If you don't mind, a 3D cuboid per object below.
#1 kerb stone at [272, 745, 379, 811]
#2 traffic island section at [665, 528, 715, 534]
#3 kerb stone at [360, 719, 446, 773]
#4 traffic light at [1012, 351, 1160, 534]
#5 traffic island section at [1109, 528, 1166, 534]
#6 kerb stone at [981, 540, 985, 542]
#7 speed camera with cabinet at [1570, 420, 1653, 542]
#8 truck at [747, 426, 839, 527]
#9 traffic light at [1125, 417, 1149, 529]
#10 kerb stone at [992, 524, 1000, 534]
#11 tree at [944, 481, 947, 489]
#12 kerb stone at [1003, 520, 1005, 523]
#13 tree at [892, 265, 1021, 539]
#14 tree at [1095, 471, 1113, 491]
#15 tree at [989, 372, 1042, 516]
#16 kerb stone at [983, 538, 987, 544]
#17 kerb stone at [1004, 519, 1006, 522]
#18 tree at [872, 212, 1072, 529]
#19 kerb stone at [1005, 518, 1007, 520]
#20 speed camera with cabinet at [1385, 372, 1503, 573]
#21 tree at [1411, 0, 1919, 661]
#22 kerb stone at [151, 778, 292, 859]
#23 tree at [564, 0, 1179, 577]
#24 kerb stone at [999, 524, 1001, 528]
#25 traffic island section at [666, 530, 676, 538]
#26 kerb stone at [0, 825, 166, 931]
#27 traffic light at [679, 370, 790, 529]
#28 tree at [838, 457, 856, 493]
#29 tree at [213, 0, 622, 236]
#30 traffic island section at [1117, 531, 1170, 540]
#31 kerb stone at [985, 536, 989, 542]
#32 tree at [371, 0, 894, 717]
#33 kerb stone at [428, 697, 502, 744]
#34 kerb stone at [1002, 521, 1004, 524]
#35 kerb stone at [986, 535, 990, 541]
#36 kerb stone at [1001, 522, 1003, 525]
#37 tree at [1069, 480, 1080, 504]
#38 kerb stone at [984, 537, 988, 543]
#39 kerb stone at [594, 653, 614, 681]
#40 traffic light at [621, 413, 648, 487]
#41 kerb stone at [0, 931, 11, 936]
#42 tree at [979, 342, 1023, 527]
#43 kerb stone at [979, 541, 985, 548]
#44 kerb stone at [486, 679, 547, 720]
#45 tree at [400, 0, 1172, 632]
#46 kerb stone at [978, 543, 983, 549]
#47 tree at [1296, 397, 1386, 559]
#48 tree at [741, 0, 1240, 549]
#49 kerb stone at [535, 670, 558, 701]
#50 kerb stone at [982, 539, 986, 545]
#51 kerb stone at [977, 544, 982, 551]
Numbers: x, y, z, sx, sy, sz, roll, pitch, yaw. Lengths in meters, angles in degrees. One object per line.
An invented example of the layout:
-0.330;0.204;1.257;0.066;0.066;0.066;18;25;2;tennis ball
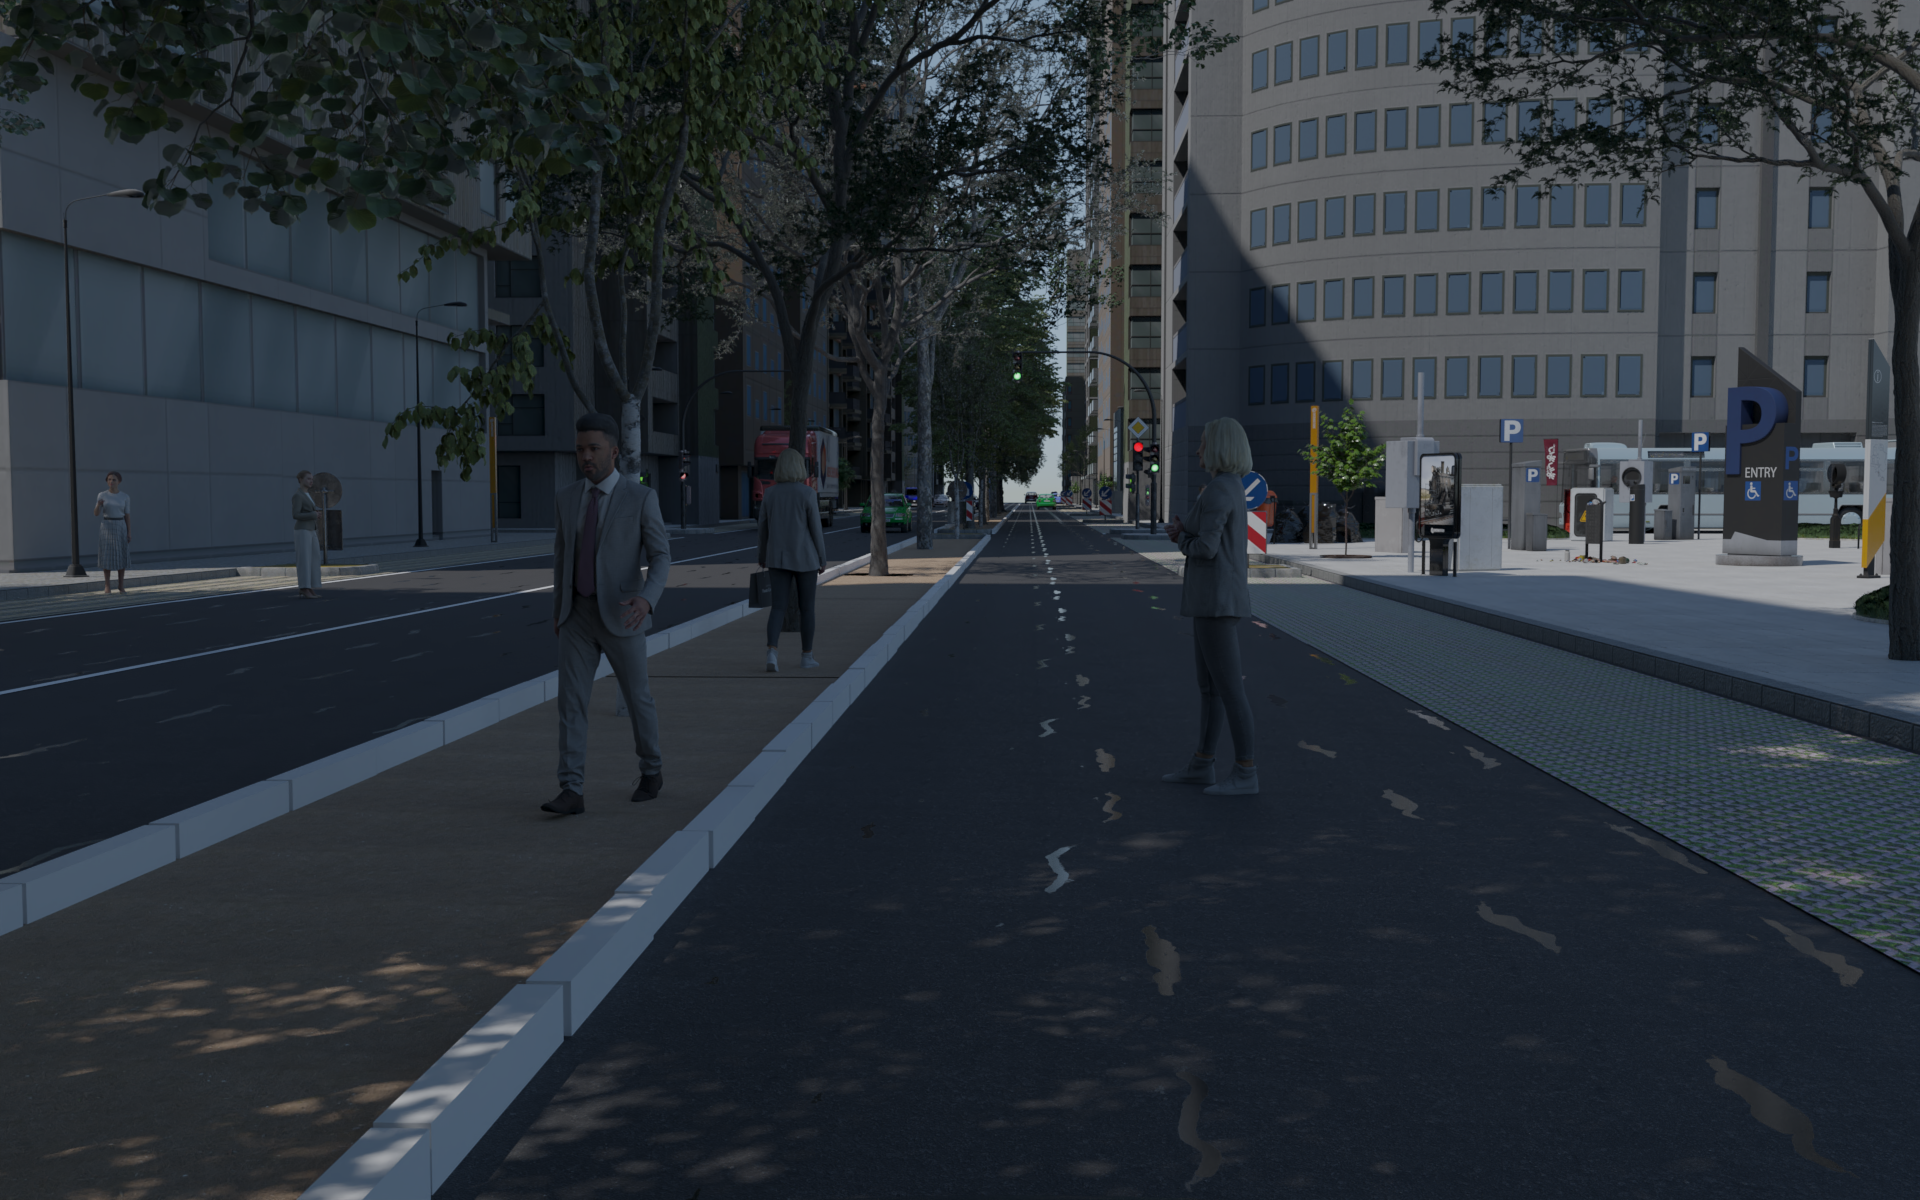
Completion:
-3.037;0.851;8.279;0.120;0.150;1.000;0;4;2;kerb stone
-10.192;-2.537;63.761;2.009;0.180;2.903;0;4;2;traffic island section
-3.005;0.792;9.302;0.120;0.150;1.000;0;4;2;kerb stone
4.035;-4.910;54.946;4.771;5.953;1.251;0;4;2;traffic light
6.486;-2.496;63.096;2.009;0.180;2.903;0;4;2;traffic island section
0.523;-1.399;45.063;0.120;0.150;1.000;0;4;2;kerb stone
17.516;-3.196;46.590;0.660;3.252;2.038;-3;5;-44;speed camera with cabinet
-6.889;-5.154;73.174;2.839;4.237;11.283;0;4;2;truck
6.446;-4.530;62.983;0.839;4.253;0.868;0;4;2;traffic light
1.400;-2.747;67.101;0.120;0.150;1.000;0;4;2;kerb stone
-3.949;-19.244;298.357;4.285;4.588;4.351;0;3;0;tree
1.846;-3.437;78.383;0.120;0.150;1.000;0;4;2;kerb stone
-0.086;-6.202;54.229;4.360;8.622;3.978;0;3;0;tree
11.769;-8.901;140.140;1.663;3.219;1.824;0;3;0;tree
2.037;-11.378;114.237;9.928;11.665;9.643;0;3;0;tree
0.601;-1.523;47.115;0.120;0.150;1.000;0;4;2;kerb stone
1.969;-3.625;81.459;0.120;0.150;1.000;0;4;2;kerb stone
0.485;-8.996;67.669;7.486;12.596;7.792;0;3;0;tree
2.086;-3.811;84.522;0.120;0.150;1.000;0;4;2;kerb stone
8.046;-2.104;28.734;2.038;3.252;0.660;-2;4;-25;speed camera with cabinet
7.009;-4.815;13.139;7.601;10.594;8.767;0;4;-1;tree
-3.084;0.915;7.255;0.120;0.150;1.000;0;4;2;kerb stone
-1.441;-7.161;29.912;12.009;13.543;11.850;0;3;0;tree
1.437;-2.810;68.131;0.120;0.150;1.000;0;4;2;kerb stone
-10.509;-2.049;55.783;2.009;0.180;2.903;0;4;2;traffic island section
-3.125;0.979;6.225;0.120;0.150;1.000;0;4;2;kerb stone
-8.059;-5.438;63.577;4.771;5.953;1.251;0;4;2;traffic light
-10.253;-9.293;135.662;4.285;4.588;4.351;0;3;0;tree
-2.549;-5.747;3.077;9.857;13.997;8.962;0;3;0;tree
6.169;-2.008;55.117;2.009;0.180;2.903;0;4;2;traffic island section
0.686;-1.650;49.166;0.120;0.150;1.000;0;4;2;kerb stone
-2.163;-3.566;11.119;4.737;8.622;4.395;0;3;0;tree
-2.961;0.726;10.325;0.120;0.150;1.000;0;4;2;kerb stone
1.721;-3.246;75.306;0.120;0.150;1.000;0;4;2;kerb stone
0.724;-1.712;50.188;0.120;0.150;1.000;0;4;2;kerb stone
1.640;-3.123;73.260;0.120;0.150;1.000;0;4;2;kerb stone
15.400;-14.442;230.721;1.663;3.219;1.824;0;3;0;tree
0.645;-1.587;48.137;0.120;0.150;1.000;0;4;2;kerb stone
-2.840;0.538;13.404;0.120;0.150;1.000;0;4;2;kerb stone
-10.470;-4.081;55.646;0.839;4.253;0.868;0;4;2;traffic light
-3.164;1.039;5.202;0.120;0.150;1.000;0;4;2;kerb stone
0.864;-7.410;73.979;4.737;8.622;4.395;0;3;0;tree
0.493;-1.336;44.041;0.120;0.150;1.000;0;4;2;kerb stone
-2.929;0.663;11.362;0.120;0.150;1.000;0;4;2;kerb stone
-1.781;-4.920;17.307;8.767;10.594;7.601;0;4;2;tree
0.444;-1.274;43.020;0.120;0.150;1.000;0;4;2;kerb stone
7.860;-2.450;34.656;1.663;3.219;1.824;0;3;0;tree
0.269;-11.304;43.159;12.611;20.169;13.585;0;3;0;tree
-2.884;0.601;12.383;0.120;0.150;1.000;0;4;2;kerb stone
0.560;-1.461;46.085;0.120;0.150;1.000;0;4;2;kerb stone
0.402;-1.210;41.999;0.120;0.150;1.000;0;4;2;kerb stone
